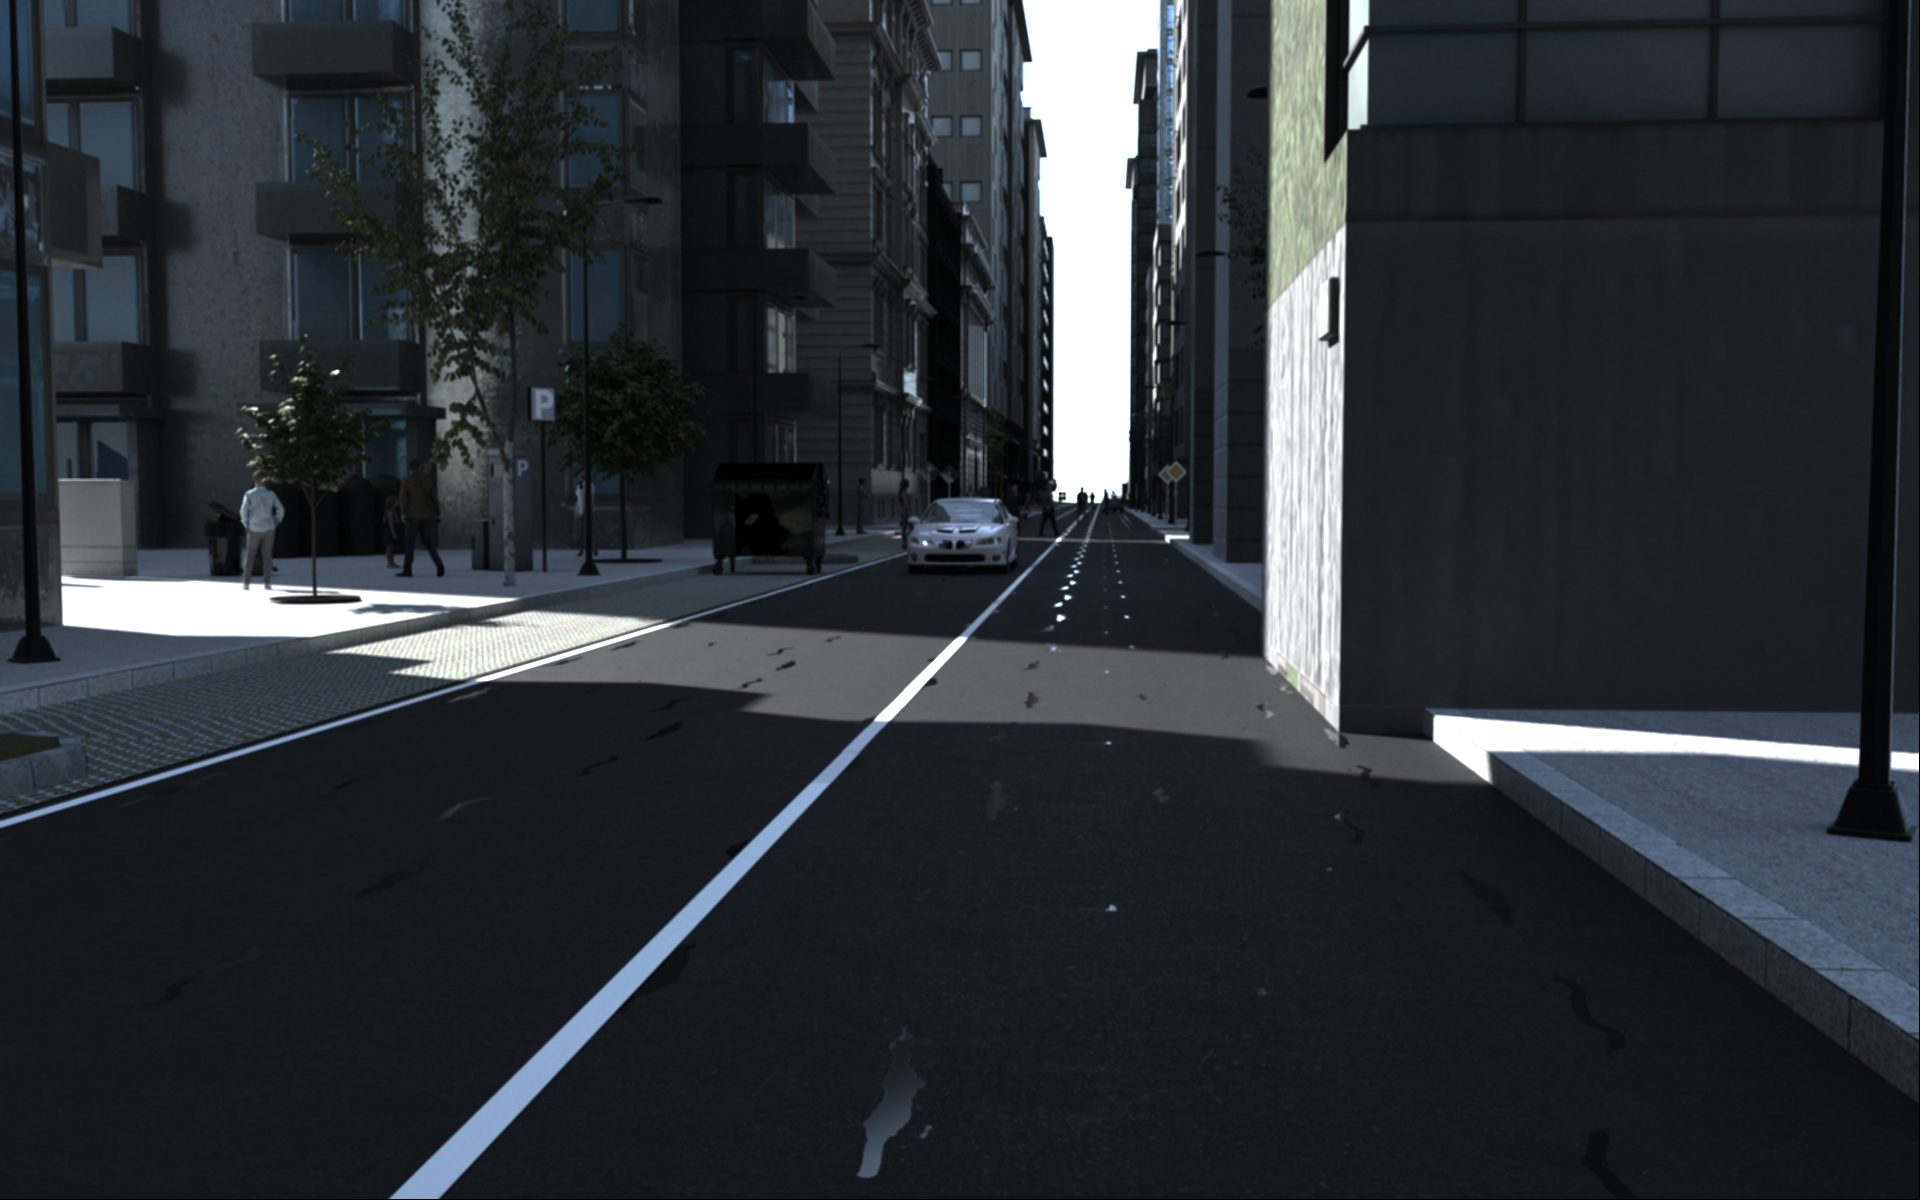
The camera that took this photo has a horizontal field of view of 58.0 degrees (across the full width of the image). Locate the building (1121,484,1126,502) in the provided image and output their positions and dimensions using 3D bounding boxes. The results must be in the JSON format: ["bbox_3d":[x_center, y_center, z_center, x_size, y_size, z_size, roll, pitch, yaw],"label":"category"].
[{"bbox_3d":[43.192,-36.462,288.034,32.217,40.220,23.993,0,4,5],"label":"building"}]

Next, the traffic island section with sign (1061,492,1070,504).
[{"bbox_3d":[14.526,-14.732,249.493,1.989,1.847,2.006,0,4,5],"label":"traffic island section with sign"}]

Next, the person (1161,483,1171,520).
[{"bbox_3d":[10.246,-4.860,85.471,0.573,1.828,0.580,1,4,22],"label":"person"}]

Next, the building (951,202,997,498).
[{"bbox_3d":[-4.821,-17.020,120.079,13.314,21.916,24.055,0,4,5],"label":"building"}]

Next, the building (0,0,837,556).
[{"bbox_3d":[-19.399,-26.276,49.217,30.456,49.044,23.786,0,4,5],"label":"building"}]

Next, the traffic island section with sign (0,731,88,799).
[{"bbox_3d":[-5.444,0.017,8.344,1.989,1.847,2.006,0,4,5],"label":"traffic island section with sign"}]

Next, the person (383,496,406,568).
[{"bbox_3d":[-9.788,-1.178,29.977,0.373,1.253,0.362,0,4,0],"label":"person"}]

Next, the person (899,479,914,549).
[{"bbox_3d":[-1.384,-2.219,44.796,0.388,1.821,0.555,-2,4,-28],"label":"person"}]

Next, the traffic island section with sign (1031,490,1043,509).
[{"bbox_3d":[7.788,-9.756,168.144,1.989,1.847,2.006,0,4,5],"label":"traffic island section with sign"}]

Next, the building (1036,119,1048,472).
[{"bbox_3d":[-2.632,-39.851,240.798,28.713,52.752,27.495,0,4,5],"label":"building"}]

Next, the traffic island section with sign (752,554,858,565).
[{"bbox_3d":[-3.163,-1.671,35.947,1.989,1.847,2.006,0,4,5],"label":"traffic island section with sign"}]

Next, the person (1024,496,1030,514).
[{"bbox_3d":[4.764,-6.779,123.605,0.640,1.303,0.475,-2,4,-31],"label":"person"}]

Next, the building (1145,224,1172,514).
[{"bbox_3d":[27.597,-17.096,124.562,27.650,21.520,28.899,0,4,5],"label":"building"}]

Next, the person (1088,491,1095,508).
[{"bbox_3d":[13.061,-10.015,172.781,0.750,1.759,0.617,-3,4,-37],"label":"person"}]

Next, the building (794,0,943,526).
[{"bbox_3d":[-8.717,-17.886,79.819,14.401,28.519,23.554,0,4,5],"label":"building"}]

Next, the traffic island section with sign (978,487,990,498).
[{"bbox_3d":[1.303,-4.967,89.833,1.989,1.847,2.006,0,4,5],"label":"traffic island section with sign"}]

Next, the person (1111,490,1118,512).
[{"bbox_3d":[12.683,-8.178,142.391,0.592,1.802,0.473,0,4,-3],"label":"person"}]

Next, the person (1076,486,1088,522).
[{"bbox_3d":[6.271,-4.967,89.699,0.794,1.824,0.713,3,5,45],"label":"person"}]

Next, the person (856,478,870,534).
[{"bbox_3d":[-3.113,-3.052,56.129,0.466,1.800,0.511,-2,4,-32],"label":"person"}]

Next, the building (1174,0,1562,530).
[{"bbox_3d":[16.377,-23.847,73.493,14.086,41.232,14.154,0,4,5],"label":"building"}]

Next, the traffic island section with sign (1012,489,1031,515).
[{"bbox_3d":[3.628,-6.682,117.879,1.989,1.847,2.006,0,4,5],"label":"traffic island section with sign"}]

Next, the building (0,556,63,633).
[{"bbox_3d":[-19.354,-23.474,3.402,23.786,49.044,30.456,0,4,5],"label":"building"}]

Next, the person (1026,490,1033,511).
[{"bbox_3d":[5.953,-8.611,149.291,0.705,1.824,1.348,-1,4,-18],"label":"person"}]

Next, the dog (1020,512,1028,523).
[{"bbox_3d":[3.210,-4.160,87.302,0.406,0.507,0.540,0,4,1],"label":"dog"}]

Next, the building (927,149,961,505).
[{"bbox_3d":[-6.708,-16.517,99.724,12.332,23.373,15.834,0,4,5],"label":"building"}]

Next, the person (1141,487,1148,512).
[{"bbox_3d":[13.215,-7.210,124.173,0.529,1.795,0.600,2,4,31],"label":"person"}]

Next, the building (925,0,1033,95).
[{"bbox_3d":[-7.098,-36.473,185.573,28.713,52.752,27.495,0,4,5],"label":"building"}]

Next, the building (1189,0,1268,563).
[{"bbox_3d":[16.561,-30.672,43.485,21.231,58.520,28.212,0,4,5],"label":"building"}]

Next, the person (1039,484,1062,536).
[{"bbox_3d":[3.082,-3.065,59.016,0.834,1.777,0.661,2,4,24],"label":"person"}]

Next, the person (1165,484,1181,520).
[{"bbox_3d":[10.314,-4.749,83.968,0.678,1.792,0.850,-1,4,-18],"label":"person"}]

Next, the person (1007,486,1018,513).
[{"bbox_3d":[2.429,-4.422,80.779,0.580,1.828,0.573,-2,4,-29],"label":"person"}]

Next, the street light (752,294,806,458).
[{"bbox_3d":[-4.267,-4.150,40.401,1.470,5.913,1.316,0,4,5],"label":"street light"}]

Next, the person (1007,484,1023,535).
[{"bbox_3d":[1.897,-3.139,60.241,0.576,1.772,0.534,0,4,6],"label":"person"}]

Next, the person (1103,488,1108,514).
[{"bbox_3d":[10.274,-6.976,122.356,0.447,1.846,0.655,0,4,-3],"label":"person"}]

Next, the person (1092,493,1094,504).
[{"bbox_3d":[19.894,-15.417,260.195,1.348,1.869,0.705,-3,4,-39],"label":"person"}]

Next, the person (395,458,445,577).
[{"bbox_3d":[-8.369,-1.281,26.898,0.836,1.842,0.656,1,4,17],"label":"person"}]

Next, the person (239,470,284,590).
[{"bbox_3d":[-9.412,-0.946,23.328,0.589,1.601,0.330,-2,4,-25],"label":"person"}]

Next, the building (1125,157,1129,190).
[{"bbox_3d":[39.397,-41.159,262.181,28.713,52.752,27.495,0,4,5],"label":"building"}]

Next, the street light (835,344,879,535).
[{"bbox_3d":[-3.187,-4.960,53.640,1.470,5.913,1.316,0,4,5],"label":"street light"}]

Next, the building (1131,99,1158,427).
[{"bbox_3d":[25.564,-30.498,182.230,14.154,41.232,14.086,0,4,5],"label":"building"}]

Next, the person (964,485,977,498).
[{"bbox_3d":[0.475,-3.964,73.434,0.709,1.813,0.853,0,4,-7],"label":"person"}]

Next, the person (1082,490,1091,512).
[{"bbox_3d":[10.304,-8.062,141.065,0.760,1.731,0.466,1,4,12],"label":"person"}]

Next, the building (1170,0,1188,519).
[{"bbox_3d":[18.653,-19.803,95.478,14.160,30.474,14.107,0,4,5],"label":"building"}]

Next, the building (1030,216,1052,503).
[{"bbox_3d":[2.287,-39.750,269.525,23.786,49.044,30.456,0,4,5],"label":"building"}]

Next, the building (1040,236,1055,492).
[{"bbox_3d":[8.785,-39.227,291.465,14.600,45.320,14.200,0,4,5],"label":"building"}]

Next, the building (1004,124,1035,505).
[{"bbox_3d":[1.586,-33.997,205.962,14.600,45.320,14.200,0,4,5],"label":"building"}]

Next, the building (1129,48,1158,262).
[{"bbox_3d":[34.665,-37.482,202.071,28.713,52.752,27.495,0,4,5],"label":"building"}]

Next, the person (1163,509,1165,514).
[{"bbox_3d":[13.166,-6.324,109.702,0.793,1.790,0.793,-2,4,-26],"label":"person"}]

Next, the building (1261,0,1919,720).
[{"bbox_3d":[9.835,-20.292,15.374,14.154,41.232,14.086,0,4,5],"label":"building"}]

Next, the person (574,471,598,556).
[{"bbox_3d":[-7.675,-1.795,35.624,0.478,1.798,0.641,-3,5,-42],"label":"person"}]

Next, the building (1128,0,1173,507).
[{"bbox_3d":[27.029,-51.686,157.743,22.319,86.520,31.000,0,4,5],"label":"building"}]

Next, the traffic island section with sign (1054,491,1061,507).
[{"bbox_3d":[10.014,-11.399,195.007,1.989,1.847,2.006,0,4,5],"label":"traffic island section with sign"}]

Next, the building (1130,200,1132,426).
[{"bbox_3d":[30.777,-34.157,242.061,14.154,41.232,14.086,0,4,5],"label":"building"}]
